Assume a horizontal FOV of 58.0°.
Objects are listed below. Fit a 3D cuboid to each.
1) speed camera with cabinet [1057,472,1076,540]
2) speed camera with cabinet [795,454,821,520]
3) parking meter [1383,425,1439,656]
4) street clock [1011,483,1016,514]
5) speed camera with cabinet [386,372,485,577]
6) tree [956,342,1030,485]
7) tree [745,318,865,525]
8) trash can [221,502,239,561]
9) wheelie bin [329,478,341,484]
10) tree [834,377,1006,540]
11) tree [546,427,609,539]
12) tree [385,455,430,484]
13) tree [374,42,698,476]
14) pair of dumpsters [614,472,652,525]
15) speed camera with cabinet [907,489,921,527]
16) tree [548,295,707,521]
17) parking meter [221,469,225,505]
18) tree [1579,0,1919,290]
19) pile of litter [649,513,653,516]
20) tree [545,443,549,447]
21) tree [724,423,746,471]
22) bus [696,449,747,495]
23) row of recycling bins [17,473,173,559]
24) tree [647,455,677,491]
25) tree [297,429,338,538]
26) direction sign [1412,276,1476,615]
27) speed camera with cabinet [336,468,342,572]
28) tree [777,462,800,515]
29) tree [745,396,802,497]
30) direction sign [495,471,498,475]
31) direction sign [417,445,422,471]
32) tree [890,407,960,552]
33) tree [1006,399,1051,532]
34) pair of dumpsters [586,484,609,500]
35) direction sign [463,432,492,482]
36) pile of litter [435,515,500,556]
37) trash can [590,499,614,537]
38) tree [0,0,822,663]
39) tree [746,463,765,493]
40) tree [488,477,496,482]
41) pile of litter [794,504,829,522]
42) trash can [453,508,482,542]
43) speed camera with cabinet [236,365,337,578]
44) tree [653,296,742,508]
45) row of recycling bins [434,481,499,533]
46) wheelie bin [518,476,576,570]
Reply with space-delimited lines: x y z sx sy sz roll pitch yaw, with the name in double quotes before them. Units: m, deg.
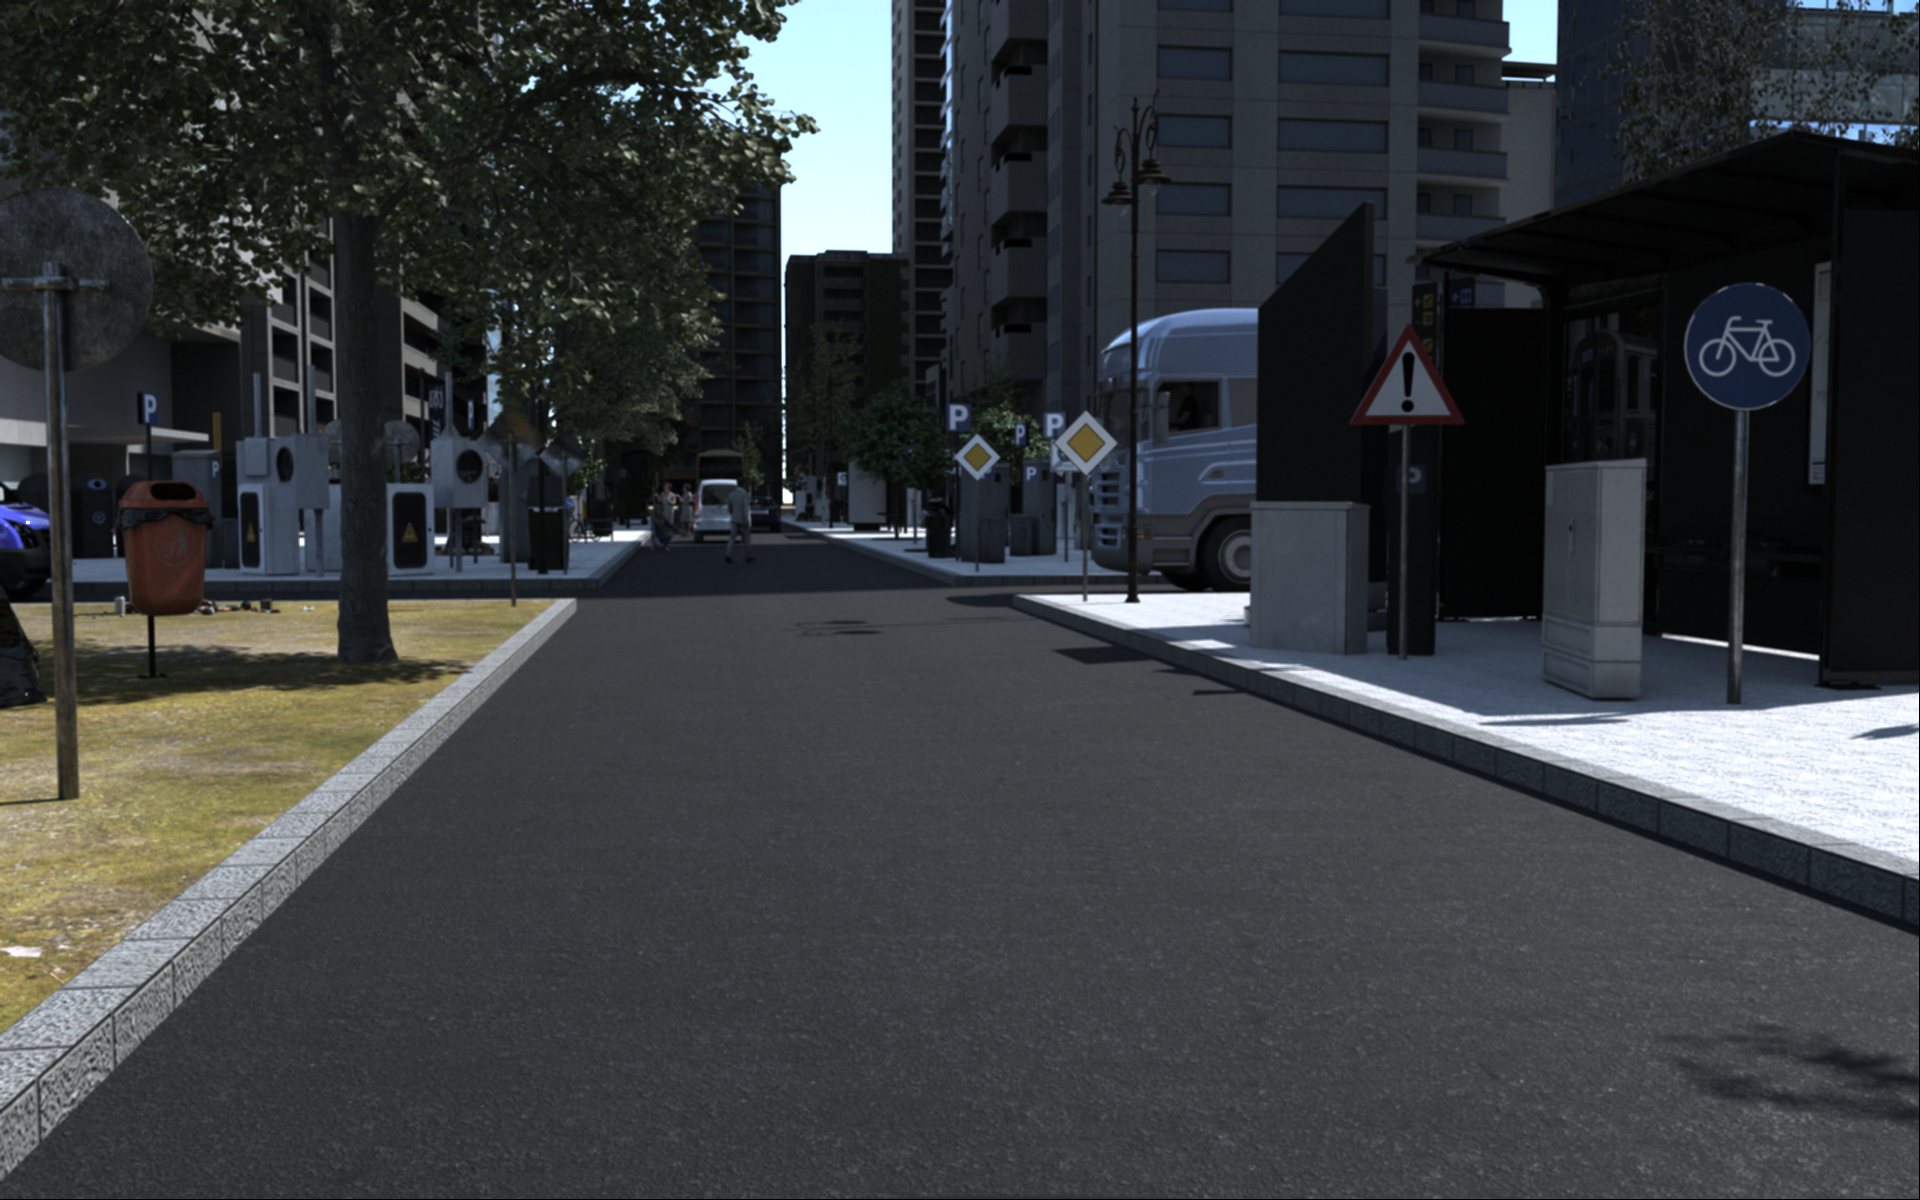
"speed camera with cabinet" 2.997 -3.354 49.180 0.660 3.252 2.038 1 4 19
"speed camera with cabinet" -7.443 -5.552 85.107 0.660 3.252 2.038 1 4 18
"parking meter" 3.598 -0.497 13.844 0.399 1.863 0.255 1 4 22
"street clock" 3.016 -5.708 97.890 0.358 2.002 0.471 0 4 6
"speed camera with cabinet" -8.501 -2.029 27.517 0.660 3.252 2.038 2 4 32
"tree" 1.566 -8.121 83.139 4.737 8.622 4.395 0 3 0
"tree" -5.834 -7.449 72.149 4.737 8.622 4.395 0 3 0
"trash can" -13.342 -1.245 32.017 0.748 1.137 0.748 0 3 0
"wheelie bin" -12.463 -1.650 34.884 0.980 1.594 0.693 -3 4 -38
"tree" -1.694 -3.960 48.464 4.285 4.588 4.351 0 3 0
"tree" -11.170 -3.390 50.033 1.663 3.219 1.824 0 3 0
"tree" -16.882 -3.556 52.742 1.663 3.219 1.824 0 3 0
"tree" -9.859 -7.013 40.419 9.928 11.665 9.643 0 3 0
"pair of dumpsters" -13.853 -4.335 73.375 1.574 2.255 4.437 -1 4 -9
"speed camera with cabinet" -1.939 -4.549 68.713 0.660 3.252 2.038 0 4 6
"tree" -15.902 -8.949 80.723 7.601 10.594 8.767 1 4 17
"parking meter" -14.565 -1.716 33.774 0.255 1.863 0.399 2 4 35
"tree" 8.818 -4.215 19.284 4.360 8.622 3.978 0 3 0
"pile of litter" -18.495 -5.352 101.478 1.176 0.858 1.719 0 4 2
"tree" -23.827 -6.874 96.108 4.285 4.588 4.351 0 3 0
"tree" -20.797 -13.422 169.817 4.737 8.622 4.395 0 3 0
"bus" -13.057 -6.312 94.748 2.896 3.916 12.252 0 4 -8
"row of recycling bins" -17.082 -1.702 34.939 1.069 1.692 3.534 3 5 42
"tree" -28.757 -13.326 168.237 4.360 8.622 3.978 0 3 0
"tree" -19.582 -3.470 51.334 1.663 3.219 1.824 0 3 0
"direction sign" 5.129 -1.620 18.488 0.379 3.537 0.876 -2 4 -30
"speed camera with cabinet" -10.805 -2.095 28.596 2.038 3.252 0.660 0 4 -3
"tree" -10.059 -6.773 105.341 1.663 3.219 1.824 0 3 0
"tree" -14.162 -10.965 129.641 4.360 8.622 3.978 0 3 0
"direction sign" -19.464 -4.889 71.937 0.876 3.537 0.379 -1 4 -16
"direction sign" -25.075 -5.411 80.461 0.379 3.537 0.876 -2 4 -30
"tree" -0.801 -2.693 38.636 1.663 3.219 1.824 0 3 0
"tree" 1.643 -4.650 59.737 4.285 4.588 4.351 0 3 0
"pair of dumpsters" -20.402 -5.751 96.524 1.574 2.255 4.437 -1 4 -9
"direction sign" -17.754 -4.378 63.585 0.876 3.537 0.379 -1 4 -16
"pile of litter" -10.304 -1.367 36.317 1.719 0.858 1.176 1 4 19
"trash can" -10.801 -2.483 52.251 0.748 1.137 0.748 0 3 0
"tree" -5.047 -5.808 13.082 7.486 12.596 7.792 0 3 0
"tree" -21.536 -11.704 175.070 4.285 4.588 4.351 0 3 0
"tree" -20.684 -4.859 74.042 1.663 3.219 1.824 0 3 0
"pile of litter" -6.859 -4.057 80.296 1.719 0.858 1.176 -1 4 -9
"trash can" -11.083 -1.671 38.977 0.748 1.137 0.748 0 3 0
"speed camera with cabinet" -10.566 -1.997 26.991 2.038 3.252 0.660 3 5 44
"tree" -26.614 -18.413 156.937 12.611 20.169 13.585 0 3 0
"row of recycling bins" -15.730 -3.018 56.451 3.534 1.692 1.069 2 4 26
"wheelie bin" -7.003 -1.316 29.424 0.980 1.594 0.693 0 4 -2
